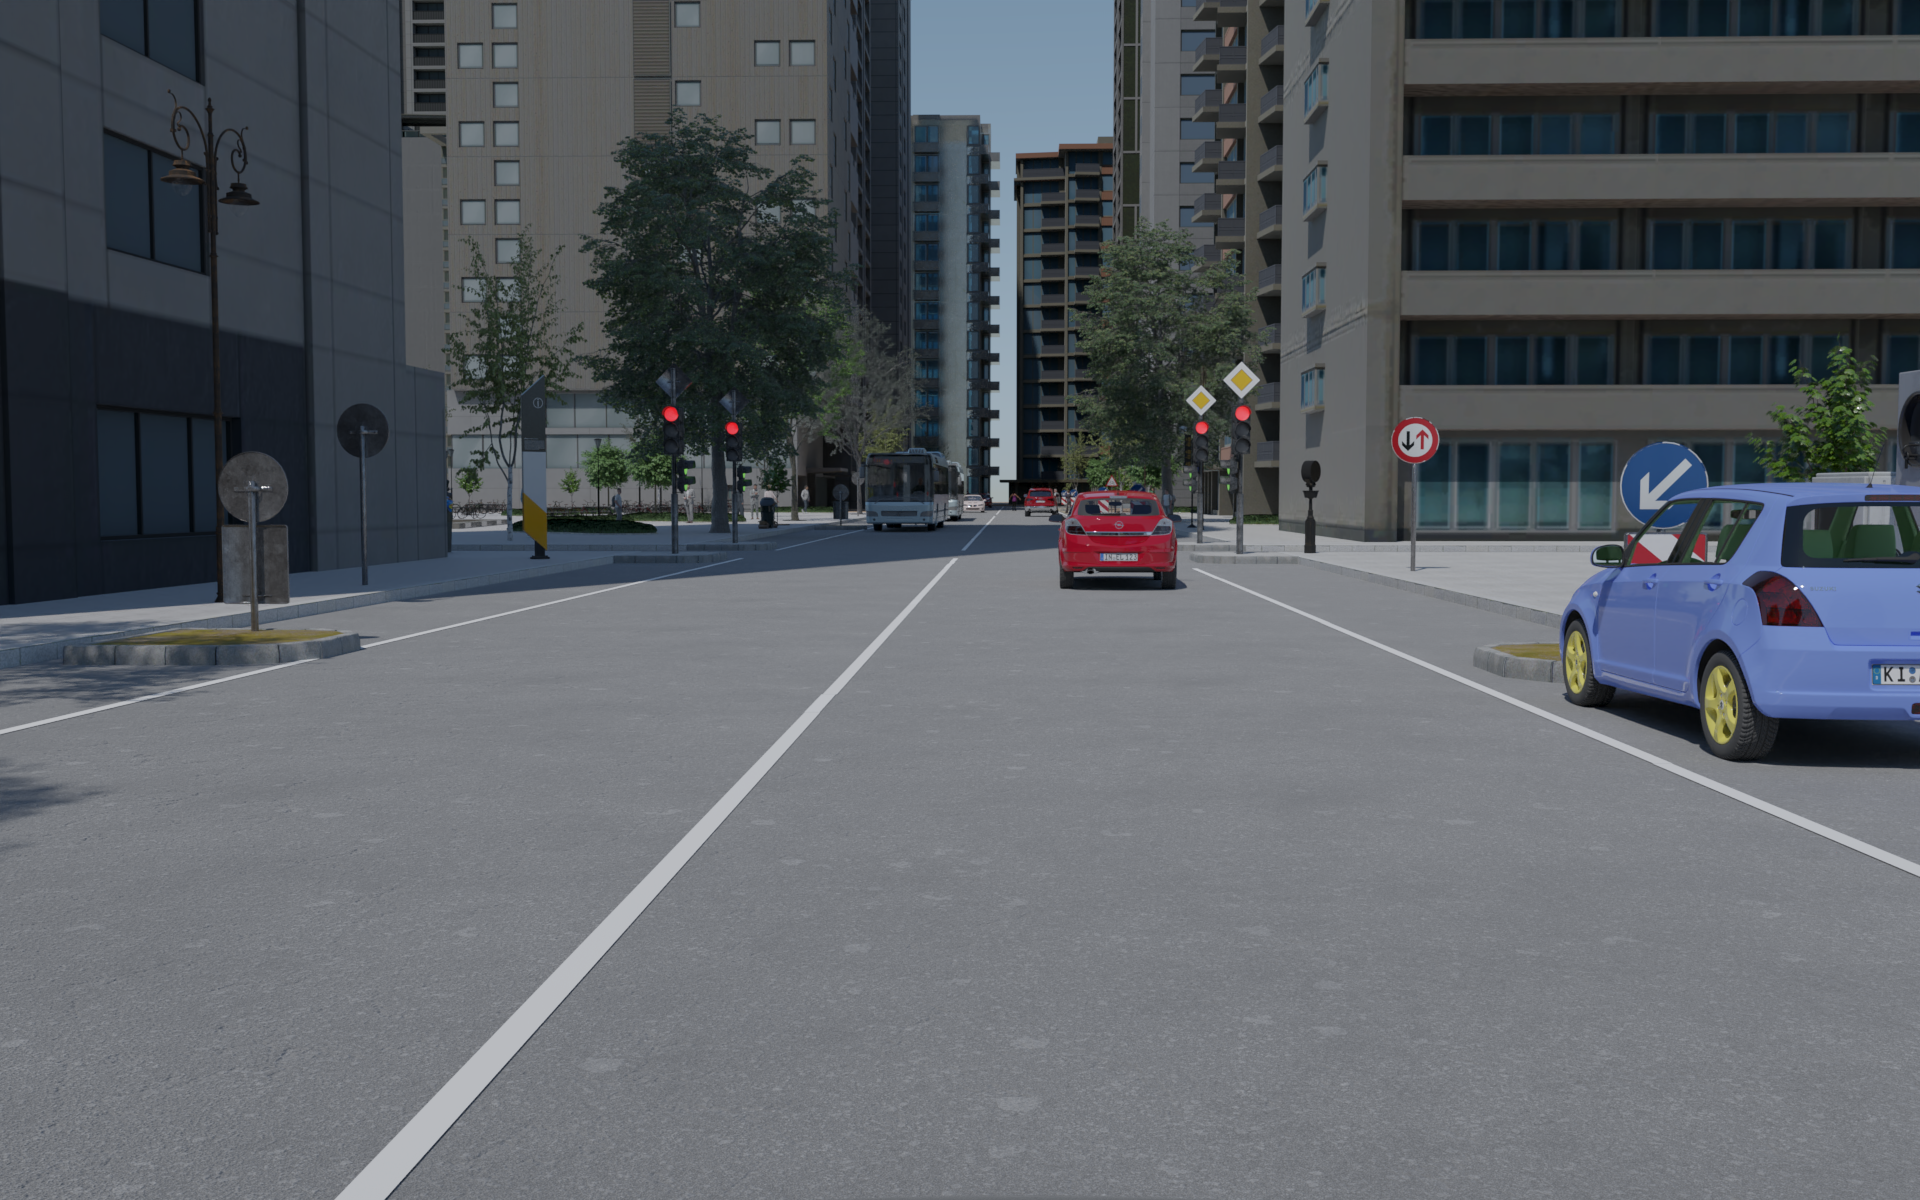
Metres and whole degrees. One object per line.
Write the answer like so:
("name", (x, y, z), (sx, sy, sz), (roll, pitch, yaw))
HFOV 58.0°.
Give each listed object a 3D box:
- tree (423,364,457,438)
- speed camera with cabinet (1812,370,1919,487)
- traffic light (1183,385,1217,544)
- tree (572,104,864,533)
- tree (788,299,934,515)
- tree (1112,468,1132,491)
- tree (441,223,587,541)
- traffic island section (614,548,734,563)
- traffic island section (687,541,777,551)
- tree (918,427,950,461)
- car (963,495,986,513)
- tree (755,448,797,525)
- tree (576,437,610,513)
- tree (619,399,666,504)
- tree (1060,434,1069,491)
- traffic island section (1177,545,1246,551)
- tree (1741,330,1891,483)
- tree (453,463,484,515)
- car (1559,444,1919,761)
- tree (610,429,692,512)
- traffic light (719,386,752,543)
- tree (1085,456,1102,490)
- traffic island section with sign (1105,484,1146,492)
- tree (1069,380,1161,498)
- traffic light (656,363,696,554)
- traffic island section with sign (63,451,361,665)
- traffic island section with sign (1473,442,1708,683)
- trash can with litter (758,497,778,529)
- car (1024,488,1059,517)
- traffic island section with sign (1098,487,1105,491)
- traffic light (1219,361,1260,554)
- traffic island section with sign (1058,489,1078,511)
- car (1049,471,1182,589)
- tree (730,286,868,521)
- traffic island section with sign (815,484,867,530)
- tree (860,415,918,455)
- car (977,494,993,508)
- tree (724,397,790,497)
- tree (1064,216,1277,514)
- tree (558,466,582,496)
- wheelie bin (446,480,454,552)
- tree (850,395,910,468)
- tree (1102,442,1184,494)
("tree", (-30.510, -8.983, 97.229), (4.360, 8.622, 3.978), (0, 3, 0))
("speed camera with cabinet", (6.978, -1.125, 12.730), (0.660, 3.252, 2.038), (0, 4, 3))
("traffic light", (6.195, -3.416, 44.774), (0.839, 4.253, 0.868), (0, 4, 2))
("tree", (-7.964, -9.185, 56.830), (9.857, 13.997, 8.962), (0, 3, 0))
("tree", (-6.396, -12.135, 108.773), (12.009, 13.543, 11.850), (0, 3, 0))
("tree", (11.671, -8.009, 125.545), (1.663, 3.219, 1.824), (0, 3, 0))
("tree", (-12.437, -5.961, 47.825), (4.737, 8.622, 4.395), (0, 3, 0))
("traffic island section", (-6.155, -0.918, 37.297), (2.009, 0.180, 2.903), (0, 4, 2))
("traffic island section", (-5.901, -1.407, 45.278), (2.009, 0.180, 2.903), (0, 4, 2))
("tree", (-3.161, -14.661, 190.067), (4.360, 8.622, 3.978), (0, 3, 0))
("car", (0.975, -7.441, 134.023), (2.083, 1.381, 4.827), (0, 3, 0))
("tree", (-7.422, -4.690, 71.286), (1.663, 3.219, 1.824), (0, 3, 0))
("tree", (-20.183, -7.044, 98.879), (4.285, 4.588, 4.351), (0, 3, 0))
("tree", (-20.688, -10.216, 117.388), (4.360, 8.622, 3.978), (0, 3, 0))
("tree", (13.244, -15.129, 197.718), (4.737, 8.622, 4.395), (0, 3, 0))
("traffic island section", (6.234, -1.383, 44.887), (2.009, 0.180, 2.903), (0, 4, 2))
("tree", (10.482, -1.588, 20.572), (1.663, 3.219, 1.824), (0, 3, 0))
("tree", (-29.735, -6.778, 105.414), (1.663, 3.219, 1.824), (0, 3, 0))
("car", (4.964, -0.061, 10.588), (1.945, 1.707, 3.694), (0, 4, 1))
("tree", (-14.948, -6.225, 85.495), (4.285, 4.588, 4.351), (0, 3, 0))
("traffic light", (-5.861, -3.439, 45.142), (0.839, 4.253, 0.868), (0, 4, 2))
("tree", (11.420, -9.383, 137.117), (4.285, 4.588, 4.351), (0, 3, 0))
("traffic island section with sign", (7.053, -3.772, 70.294), (1.989, 1.847, 2.006), (0, 4, 2))
("tree", (10.549, -10.023, 114.243), (4.737, 8.622, 4.395), (0, 3, 0))
("traffic light", (-6.116, -2.950, 37.161), (0.839, 4.253, 0.868), (0, 4, 2))
("traffic island section with sign", (-6.516, -0.417, 15.443), (1.989, 1.847, 2.006), (0, 4, 2))
("traffic island section with sign", (5.254, -0.323, 13.911), (1.989, 1.847, 2.006), (0, 4, 2))
("trash can with litter", (-7.156, -3.328, 65.796), (0.624, 1.170, 1.055), (-2, 4, -26))
("car", (5.206, -6.261, 111.046), (2.281, 1.827, 5.304), (0, 4, 4))
("traffic island section with sign", (7.929, -5.447, 97.691), (1.989, 1.847, 2.006), (0, 4, 2))
("traffic light", (5.940, -2.928, 36.793), (0.839, 4.253, 0.868), (0, 4, 2))
("traffic island section with sign", (9.492, -8.438, 146.590), (1.989, 1.847, 2.006), (0, 4, 2))
("car", (2.484, -1.137, 27.635), (2.155, 1.783, 4.494), (0, 4, 4))
("tree", (-8.058, -9.585, 82.474), (9.928, 11.665, 9.643), (0, 3, 0))
("traffic island section with sign", (-4.782, -3.749, 69.931), (1.989, 1.847, 2.006), (0, 4, 2))
("tree", (-5.713, -11.117, 132.121), (4.360, 8.622, 3.978), (0, 3, 0))
("car", (2.437, -10.493, 180.604), (2.155, 1.783, 4.494), (0, 4, 3))
("tree", (-11.197, -9.008, 97.651), (4.360, 8.622, 3.978), (0, 3, 0))
("tree", (9.449, -10.531, 78.832), (9.857, 13.997, 8.962), (0, 3, 0))
("tree", (-26.573, -7.543, 117.927), (1.663, 3.219, 1.824), (0, 3, 0))
("wheelie bin", (-11.542, -1.841, 38.014), (0.980, 1.594, 0.693), (0, 4, 4))
("tree", (-5.785, -10.785, 126.702), (4.737, 8.622, 4.395), (0, 3, 0))
("tree", (10.544, -6.744, 93.980), (4.285, 4.588, 4.351), (0, 3, 0))
